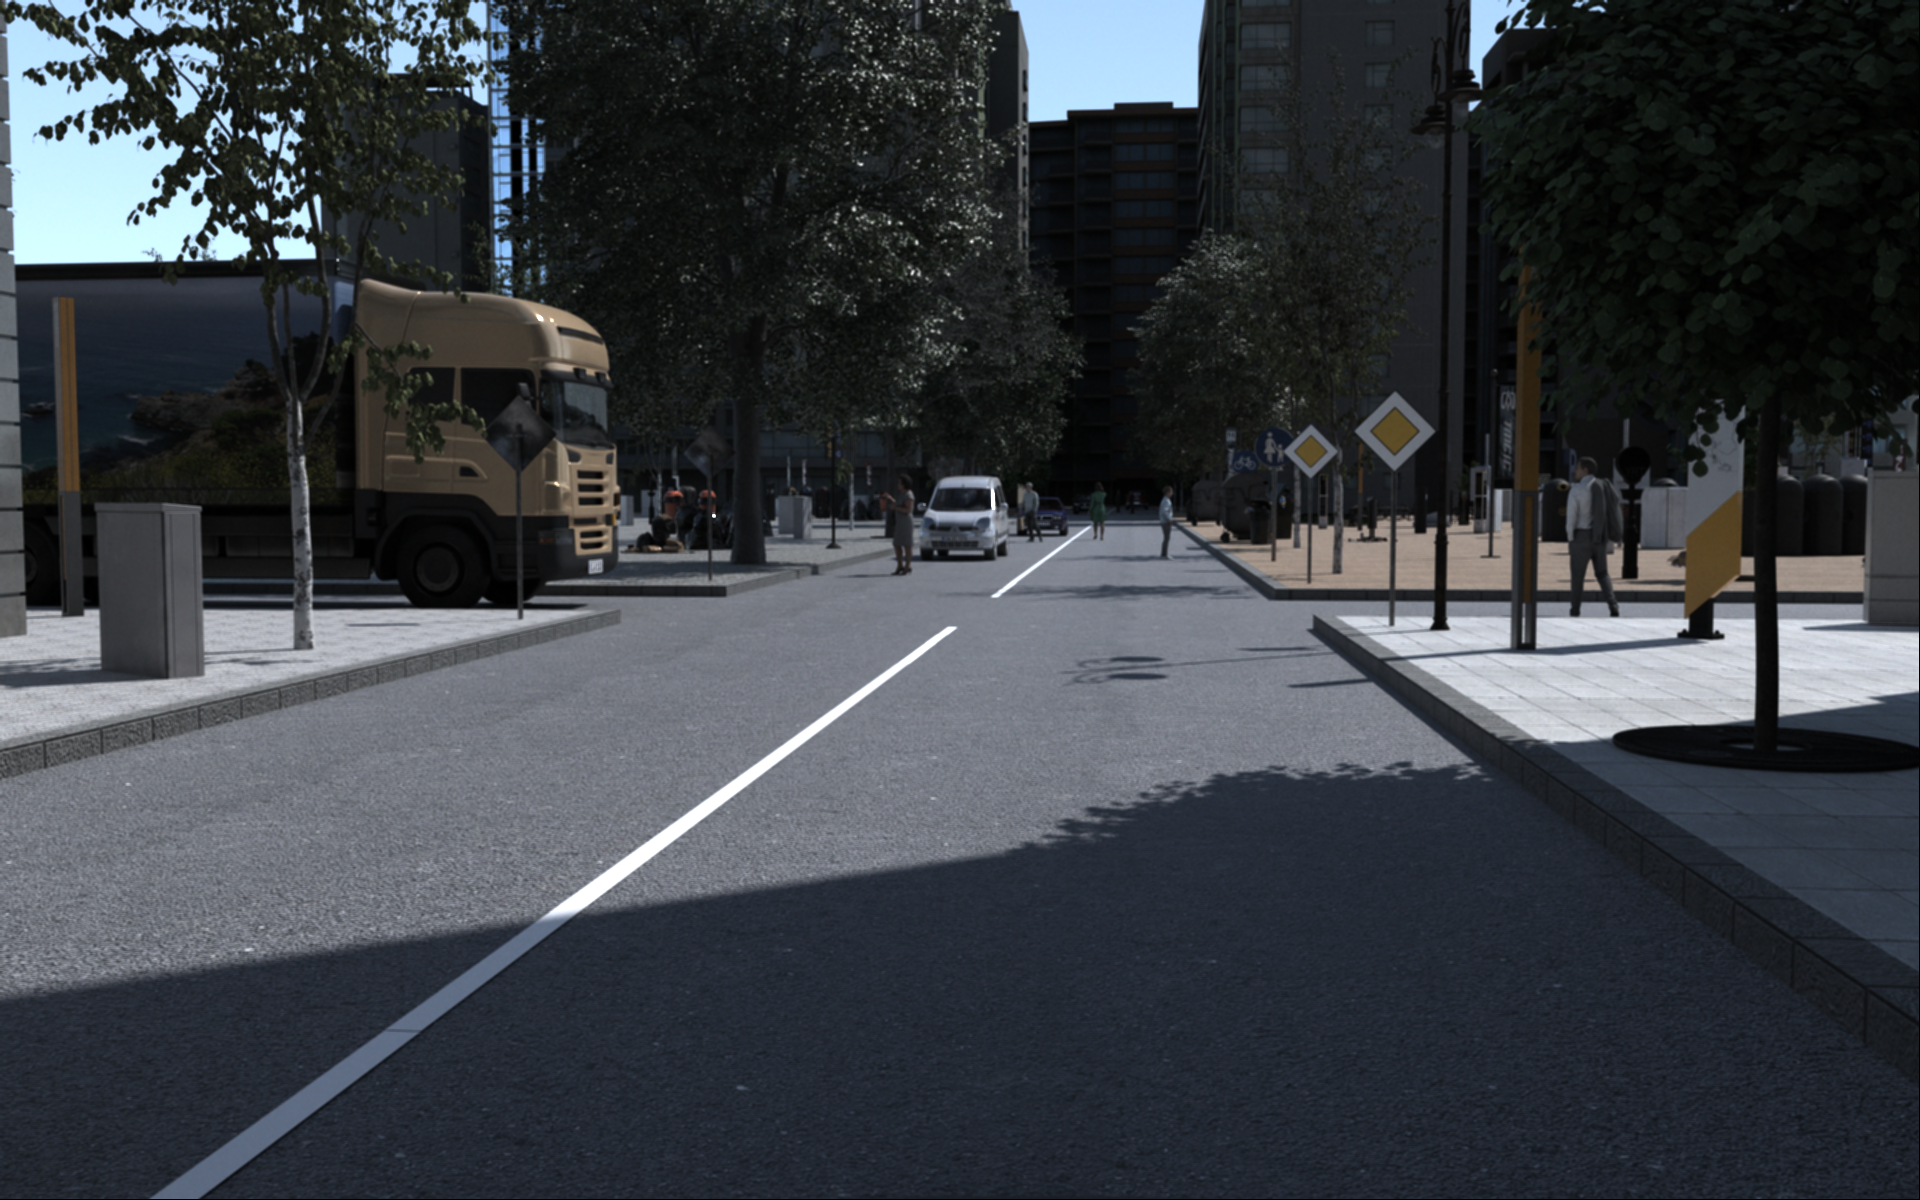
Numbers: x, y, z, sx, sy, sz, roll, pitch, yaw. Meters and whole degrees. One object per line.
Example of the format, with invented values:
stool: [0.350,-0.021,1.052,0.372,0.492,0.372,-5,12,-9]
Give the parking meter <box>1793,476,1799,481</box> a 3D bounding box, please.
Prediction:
parking meter: [27.673,-3.176,57.637,0.255,1.863,0.399,-1,4,-9]

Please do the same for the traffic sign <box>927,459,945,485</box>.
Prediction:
traffic sign: [-0.817,-3.853,63.099,0.768,2.556,0.104,1,4,11]

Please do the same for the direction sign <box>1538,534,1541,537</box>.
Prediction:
direction sign: [17.215,-3.658,51.804,0.379,3.537,0.876,1,4,11]

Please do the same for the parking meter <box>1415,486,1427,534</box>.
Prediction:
parking meter: [15.003,-2.934,56.380,0.372,1.533,0.369,0,3,0]

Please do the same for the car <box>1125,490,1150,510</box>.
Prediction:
car: [16.322,-9.229,159.561,2.281,1.827,5.304,0,4,6]

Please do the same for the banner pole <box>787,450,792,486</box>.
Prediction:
banner pole: [-9.696,-6.637,98.529,0.401,3.779,0.863,-1,4,-22]

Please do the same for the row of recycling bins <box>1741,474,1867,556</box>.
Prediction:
row of recycling bins: [17.572,-1.781,36.235,3.534,1.692,1.069,-1,4,-14]

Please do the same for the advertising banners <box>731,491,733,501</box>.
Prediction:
advertising banners: [-9.470,-4.725,73.443,0.090,3.025,2.074,0,4,4]

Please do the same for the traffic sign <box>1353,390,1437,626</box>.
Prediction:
traffic sign: [4.199,-0.804,16.792,0.795,2.450,0.064,0,4,6]

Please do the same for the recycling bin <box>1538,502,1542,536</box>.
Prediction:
recycling bin: [17.930,-2.525,53.830,0.722,1.027,0.722,3,5,43]

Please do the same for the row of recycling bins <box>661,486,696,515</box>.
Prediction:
row of recycling bins: [-13.846,-4.769,85.082,1.069,1.692,3.534,1,4,13]

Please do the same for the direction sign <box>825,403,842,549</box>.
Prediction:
direction sign: [-2.984,-2.983,40.769,0.379,3.537,0.876,1,4,18]

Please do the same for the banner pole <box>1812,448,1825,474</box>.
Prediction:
banner pole: [46.061,-6.306,93.127,0.401,3.779,0.863,-3,5,-42]

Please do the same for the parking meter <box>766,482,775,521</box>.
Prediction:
parking meter: [-9.097,-4.740,83.212,0.399,1.863,0.255,-3,5,-40]

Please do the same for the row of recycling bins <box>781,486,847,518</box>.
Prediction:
row of recycling bins: [-7.828,-5.241,92.800,3.534,1.692,1.069,-1,4,-10]

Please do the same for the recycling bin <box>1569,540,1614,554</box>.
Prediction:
recycling bin: [13.576,-1.509,37.227,0.722,1.027,0.722,0,4,-5]

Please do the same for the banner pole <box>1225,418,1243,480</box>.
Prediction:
banner pole: [9.052,-4.103,57.093,0.863,3.779,0.401,-2,4,-30]

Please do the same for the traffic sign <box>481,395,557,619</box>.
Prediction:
traffic sign: [-4.499,-0.859,17.683,0.795,2.450,0.064,0,4,6]

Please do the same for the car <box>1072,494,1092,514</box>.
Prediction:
car: [9.028,-6.981,123.923,2.009,1.686,4.222,0,4,7]

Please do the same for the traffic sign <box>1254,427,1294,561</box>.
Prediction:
traffic sign: [5.998,-2.015,33.044,0.768,2.556,0.104,1,4,13]

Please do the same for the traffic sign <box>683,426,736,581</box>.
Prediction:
traffic sign: [-3.701,-1.345,25.628,0.795,2.450,0.064,0,4,6]

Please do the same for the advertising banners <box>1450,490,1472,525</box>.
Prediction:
advertising banners: [20.027,-4.583,71.113,2.074,3.025,0.090,-1,4,-9]

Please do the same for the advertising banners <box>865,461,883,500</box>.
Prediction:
advertising banners: [-4.303,-5.896,92.580,2.074,3.025,0.090,-3,5,-44]

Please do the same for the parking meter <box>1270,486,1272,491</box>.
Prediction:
parking meter: [9.244,-2.584,50.651,0.372,1.533,0.369,0,3,0]

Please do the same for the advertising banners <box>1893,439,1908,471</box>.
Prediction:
advertising banners: [29.548,-3.638,55.663,0.090,3.025,2.074,-1,4,-18]

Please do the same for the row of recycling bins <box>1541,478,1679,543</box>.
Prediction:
row of recycling bins: [17.363,-2.395,46.270,3.534,1.692,1.069,2,4,29]

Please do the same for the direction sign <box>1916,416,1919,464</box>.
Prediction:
direction sign: [25.161,-3.232,44.837,0.379,3.537,0.876,-2,4,-24]

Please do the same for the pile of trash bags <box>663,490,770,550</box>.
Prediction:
pile of trash bags: [-5.855,-1.930,41.307,1.912,1.369,3.447,-1,4,-16]

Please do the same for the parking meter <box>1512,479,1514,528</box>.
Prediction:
parking meter: [20.923,-3.631,65.076,0.255,1.863,0.399,3,4,36]

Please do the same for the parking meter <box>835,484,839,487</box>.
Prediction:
parking meter: [-7.143,-5.728,99.368,0.399,1.863,0.255,-1,4,-11]

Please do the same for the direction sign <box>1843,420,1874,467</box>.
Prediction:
direction sign: [26.438,-3.612,51.051,0.379,3.537,0.876,-2,4,-33]

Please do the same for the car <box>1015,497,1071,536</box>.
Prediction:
car: [2.903,-2.932,60.512,1.945,1.354,3.894,0,4,4]

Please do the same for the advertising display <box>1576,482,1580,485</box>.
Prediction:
advertising display: [33.806,-5.495,95.063,0.974,1.923,0.123,2,4,34]

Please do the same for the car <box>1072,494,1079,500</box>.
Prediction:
car: [10.261,-8.094,142.561,2.015,1.641,3.980,0,4,5]

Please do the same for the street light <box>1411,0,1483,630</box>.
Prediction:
street light: [4.541,-2.656,16.209,0.468,5.910,1.993,0,4,6]

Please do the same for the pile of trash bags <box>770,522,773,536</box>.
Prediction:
pile of trash bags: [-7.387,-2.577,51.890,3.447,1.369,1.912,-3,5,-44]

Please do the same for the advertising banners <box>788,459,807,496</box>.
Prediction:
advertising banners: [-8.178,-5.571,87.273,0.090,3.025,2.074,-2,4,-32]

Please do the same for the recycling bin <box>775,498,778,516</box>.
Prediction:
recycling bin: [-10.146,-5.328,99.672,0.722,1.027,0.722,-3,5,-40]

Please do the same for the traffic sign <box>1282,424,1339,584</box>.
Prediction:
traffic sign: [4.997,-1.290,24.737,0.795,2.450,0.064,0,4,6]

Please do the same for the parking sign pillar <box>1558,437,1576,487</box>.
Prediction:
parking sign pillar: [26.205,-5.277,74.758,1.447,3.967,1.447,2,4,34]

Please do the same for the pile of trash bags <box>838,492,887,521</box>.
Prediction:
pile of trash bags: [-4.432,-4.539,83.965,1.912,1.369,3.447,-3,4,-37]

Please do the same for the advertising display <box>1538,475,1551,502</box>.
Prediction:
advertising display: [20.040,-3.343,59.872,0.974,1.923,0.123,-2,4,-32]

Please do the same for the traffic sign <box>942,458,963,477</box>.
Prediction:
traffic sign: [-0.268,-3.729,61.069,0.768,2.556,0.104,1,4,12]

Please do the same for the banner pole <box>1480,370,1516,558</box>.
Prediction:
banner pole: [10.953,-2.754,35.047,0.863,3.779,0.401,-2,4,-25]

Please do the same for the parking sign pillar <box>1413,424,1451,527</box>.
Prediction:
parking sign pillar: [18.337,-4.814,67.177,1.447,3.967,1.447,3,4,39]

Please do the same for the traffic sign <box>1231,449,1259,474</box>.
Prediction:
traffic sign: [8.109,-3.012,49.357,0.768,2.556,0.104,0,4,8]
